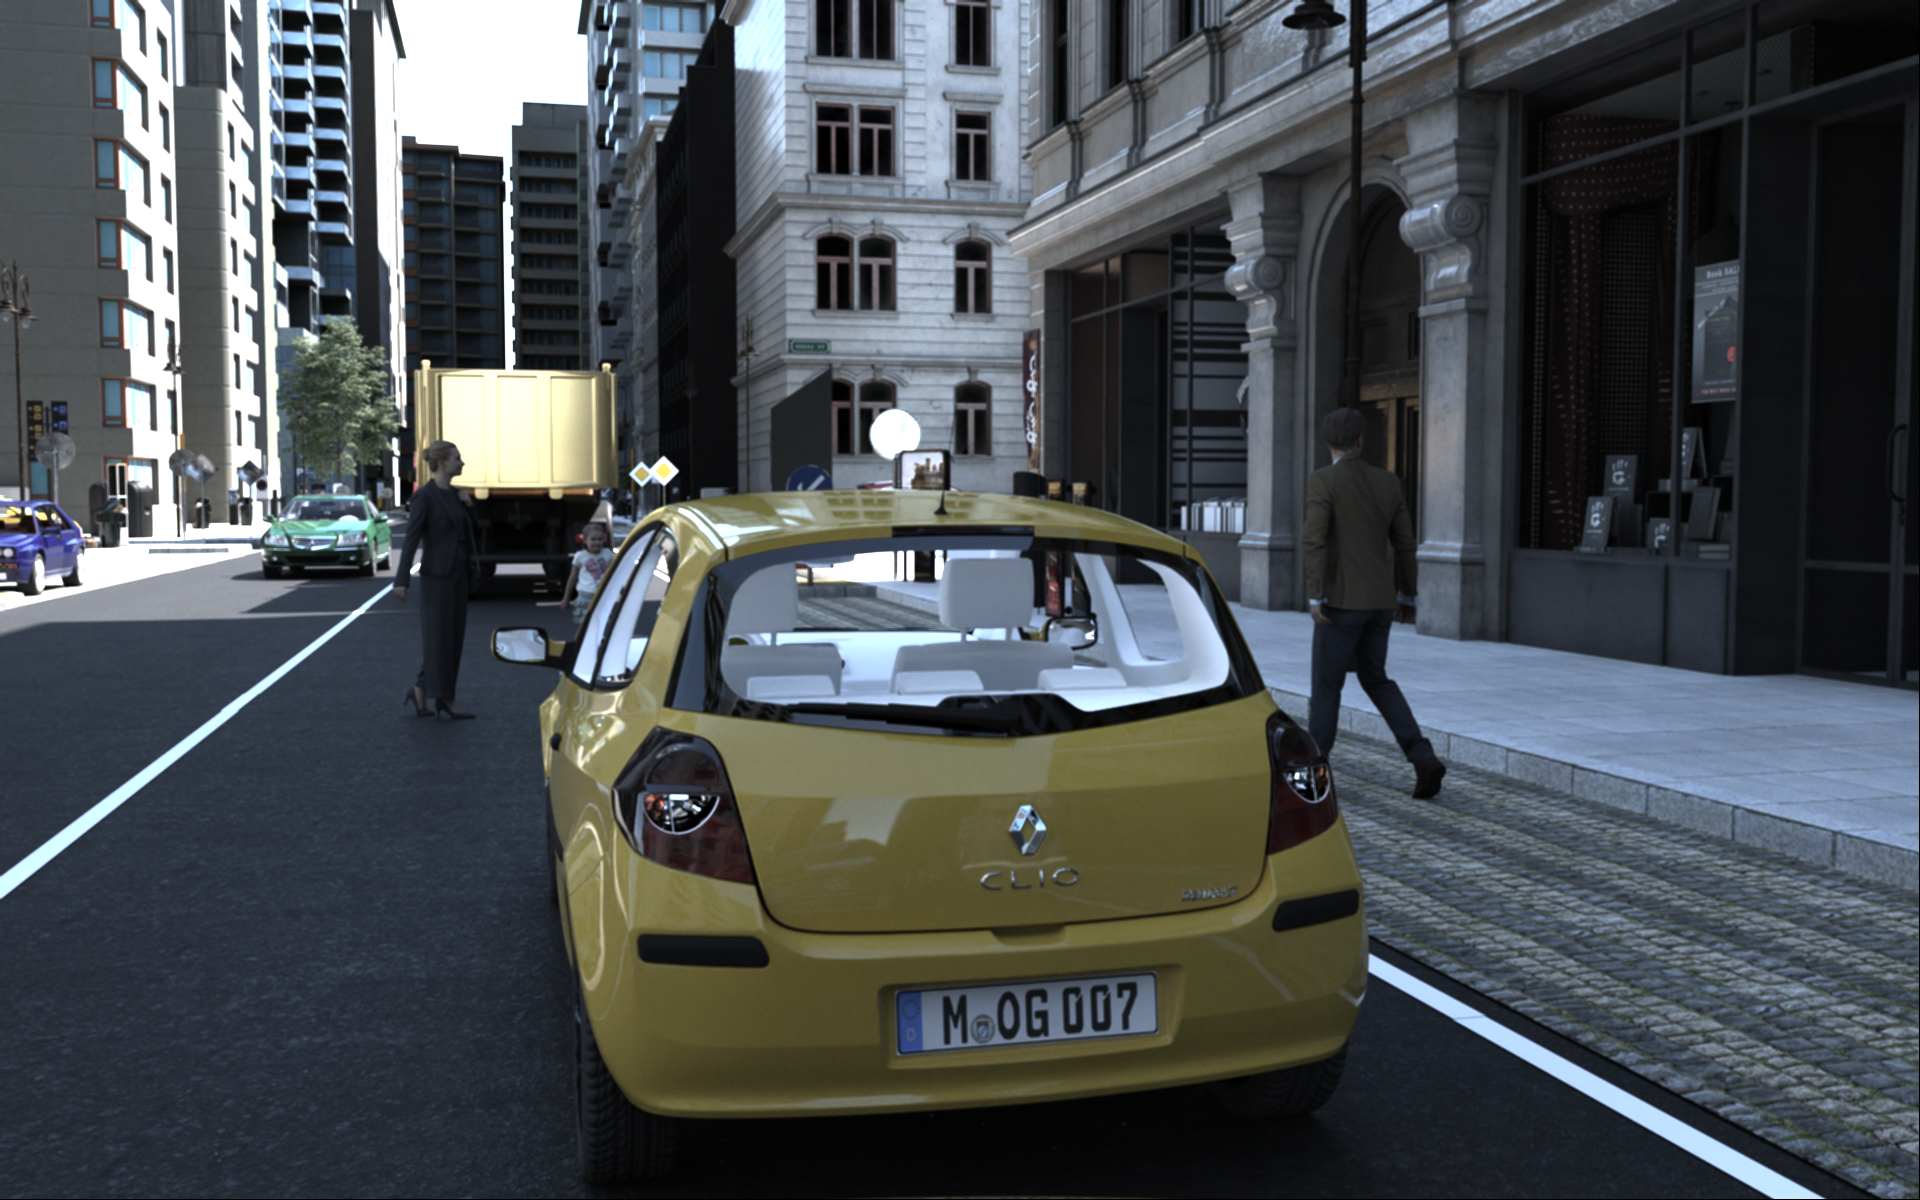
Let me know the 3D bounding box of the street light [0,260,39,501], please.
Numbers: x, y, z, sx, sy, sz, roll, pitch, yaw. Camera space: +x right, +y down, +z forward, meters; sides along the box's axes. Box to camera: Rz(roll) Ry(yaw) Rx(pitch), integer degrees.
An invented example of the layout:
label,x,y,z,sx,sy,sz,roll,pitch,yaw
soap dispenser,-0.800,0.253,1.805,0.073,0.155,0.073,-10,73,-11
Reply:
label,x,y,z,sx,sy,sz,roll,pitch,yaw
street light,-18.657,-3.766,34.366,0.468,5.910,1.993,-1,4,-14

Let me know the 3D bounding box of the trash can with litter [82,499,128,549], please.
label,x,y,z,sx,sy,sz,roll,pitch,yaw
trash can with litter,-20.114,-1.785,40.580,0.624,1.170,1.055,2,4,28

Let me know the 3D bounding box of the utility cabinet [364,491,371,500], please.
label,x,y,z,sx,sy,sz,roll,pitch,yaw
utility cabinet,-41.079,-6.819,120.166,0.318,1.500,1.173,-1,4,-9

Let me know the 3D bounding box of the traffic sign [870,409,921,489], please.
label,x,y,z,sx,sy,sz,roll,pitch,yaw
traffic sign,-0.966,-1.579,25.918,0.768,2.556,0.104,0,4,-7

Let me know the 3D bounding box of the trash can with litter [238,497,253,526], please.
label,x,y,z,sx,sy,sz,roll,pitch,yaw
trash can with litter,-28.547,-3.527,69.056,0.624,1.170,1.055,-2,4,-32

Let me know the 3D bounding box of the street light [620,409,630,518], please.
label,x,y,z,sx,sy,sz,roll,pitch,yaw
street light,-17.884,-7.327,92.578,0.468,5.910,1.993,-1,4,-14

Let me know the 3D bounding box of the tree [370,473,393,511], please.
label,x,y,z,sx,sy,sz,roll,pitch,yaw
tree,-45.277,-8.621,135.553,1.663,3.219,1.824,0,3,0

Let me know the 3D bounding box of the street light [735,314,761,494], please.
label,x,y,z,sx,sy,sz,roll,pitch,yaw
street light,-5.465,-4.399,44.717,0.468,5.910,1.993,-1,4,-14

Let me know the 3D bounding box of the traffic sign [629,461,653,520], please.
label,x,y,z,sx,sy,sz,roll,pitch,yaw
traffic sign,-9.766,-3.031,53.199,0.795,2.450,0.064,-1,4,-14

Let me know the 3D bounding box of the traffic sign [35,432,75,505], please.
label,x,y,z,sx,sy,sz,roll,pitch,yaw
traffic sign,-18.601,-2.173,35.634,0.768,2.556,0.104,-1,4,-13

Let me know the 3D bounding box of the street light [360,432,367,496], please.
label,x,y,z,sx,sy,sz,roll,pitch,yaw
street light,-39.525,-8.697,114.989,0.468,5.910,1.993,-1,4,-14

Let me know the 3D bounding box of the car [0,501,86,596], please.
label,x,y,z,sx,sy,sz,roll,pitch,yaw
car,-14.046,-0.775,25.251,1.945,1.354,3.894,-1,4,-15

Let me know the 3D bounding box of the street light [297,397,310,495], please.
label,x,y,z,sx,sy,sz,roll,pitch,yaw
street light,-31.234,-6.706,82.430,0.468,5.910,1.993,-1,4,-14

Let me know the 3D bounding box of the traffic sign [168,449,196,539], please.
label,x,y,z,sx,sy,sz,roll,pitch,yaw
traffic sign,-22.124,-3.010,49.313,0.768,2.556,0.104,-1,4,-9

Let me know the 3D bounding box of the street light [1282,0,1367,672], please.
label,x,y,z,sx,sy,sz,roll,pitch,yaw
street light,2.821,-2.421,12.368,0.468,5.910,1.993,-1,4,-14

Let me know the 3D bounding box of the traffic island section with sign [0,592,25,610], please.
label,x,y,z,sx,sy,sz,roll,pitch,yaw
traffic island section with sign,-12.899,-0.792,21.582,1.989,1.847,2.006,-1,4,-14

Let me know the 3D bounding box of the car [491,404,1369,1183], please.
label,x,y,z,sx,sy,sz,roll,pitch,yaw
car,-0.359,0.309,5.176,2.015,1.641,3.980,-1,4,-15

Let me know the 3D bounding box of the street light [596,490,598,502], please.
label,x,y,z,sx,sy,sz,roll,pitch,yaw
street light,-26.297,-9.328,125.304,0.468,5.910,1.993,-1,4,-14

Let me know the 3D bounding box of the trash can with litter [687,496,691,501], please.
label,x,y,z,sx,sy,sz,roll,pitch,yaw
trash can with litter,-10.941,-3.587,69.698,1.678,1.210,2.233,-1,4,-12

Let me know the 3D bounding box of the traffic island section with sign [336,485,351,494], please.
label,x,y,z,sx,sy,sz,roll,pitch,yaw
traffic island section with sign,-26.810,-4.088,75.461,1.989,1.847,2.006,-1,4,-14

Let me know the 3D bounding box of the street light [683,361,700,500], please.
label,x,y,z,sx,sy,sz,roll,pitch,yaw
street light,-9.307,-5.340,60.096,0.468,5.910,1.993,-1,4,-14

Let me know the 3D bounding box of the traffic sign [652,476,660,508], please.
label,x,y,z,sx,sy,sz,roll,pitch,yaw
traffic sign,-11.948,-4.079,68.821,0.606,2.300,0.079,-1,4,-13

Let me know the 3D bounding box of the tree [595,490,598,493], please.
label,x,y,z,sx,sy,sz,roll,pitch,yaw
tree,-29.166,-8.713,137.052,1.663,3.219,1.824,0,3,0

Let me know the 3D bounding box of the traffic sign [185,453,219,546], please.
label,x,y,z,sx,sy,sz,roll,pitch,yaw
traffic sign,-18.661,-2.388,42.684,0.795,2.450,0.064,-1,4,-14

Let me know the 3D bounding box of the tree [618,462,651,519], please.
label,x,y,z,sx,sy,sz,roll,pitch,yaw
tree,-16.987,-5.873,90.628,1.663,3.219,1.824,0,3,0

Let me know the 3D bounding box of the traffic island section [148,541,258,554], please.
label,x,y,z,sx,sy,sz,roll,pitch,yaw
traffic island section,-18.682,-1.251,42.740,2.009,0.180,2.903,-1,4,-14

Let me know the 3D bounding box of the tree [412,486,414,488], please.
label,x,y,z,sx,sy,sz,roll,pitch,yaw
tree,-57.336,-11.612,184.463,1.663,3.219,1.824,0,3,0

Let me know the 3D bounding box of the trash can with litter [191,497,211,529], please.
label,x,y,z,sx,sy,sz,roll,pitch,yaw
trash can with litter,-27.732,-3.162,63.093,1.055,1.170,0.624,3,5,42

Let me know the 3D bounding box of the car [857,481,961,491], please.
label,x,y,z,sx,sy,sz,roll,pitch,yaw
car,-0.814,-2.540,50.208,5.304,1.827,2.281,-1,4,-16

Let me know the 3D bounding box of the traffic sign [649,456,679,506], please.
label,x,y,z,sx,sy,sz,roll,pitch,yaw
traffic sign,-7.768,-2.558,45.467,0.795,2.450,0.064,-1,4,-14

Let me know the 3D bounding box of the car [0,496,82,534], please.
label,x,y,z,sx,sy,sz,roll,pitch,yaw
car,-24.512,-2.062,43.940,3.980,1.641,2.015,-1,4,-15

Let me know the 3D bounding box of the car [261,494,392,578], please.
label,x,y,z,sx,sy,sz,roll,pitch,yaw
car,-11.377,-1.193,31.302,2.131,1.459,4.920,-1,4,-13

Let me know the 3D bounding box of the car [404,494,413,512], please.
label,x,y,z,sx,sy,sz,roll,pitch,yaw
car,-42.993,-7.801,137.334,2.009,1.686,4.222,-1,4,-14

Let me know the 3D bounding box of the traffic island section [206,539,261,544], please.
label,x,y,z,sx,sy,sz,roll,pitch,yaw
traffic island section,-20.680,-1.724,50.472,2.009,0.180,2.903,-1,4,-14

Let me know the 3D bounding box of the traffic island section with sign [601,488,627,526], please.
label,x,y,z,sx,sy,sz,roll,pitch,yaw
traffic island section with sign,-15.907,-4.188,77.101,1.989,1.847,2.006,-1,4,-14

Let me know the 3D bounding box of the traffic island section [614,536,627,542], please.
label,x,y,z,sx,sy,sz,roll,pitch,yaw
traffic island section,-9.745,-1.896,53.282,2.009,0.180,2.903,-1,4,-14

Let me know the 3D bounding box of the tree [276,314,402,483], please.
label,x,y,z,sx,sy,sz,roll,pitch,yaw
tree,-39.266,-11.691,109.268,7.486,12.596,7.792,0,3,0

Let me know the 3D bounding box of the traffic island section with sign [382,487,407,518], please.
label,x,y,z,sx,sy,sz,roll,pitch,yaw
traffic island section with sign,-33.687,-5.716,102.089,1.989,1.847,2.006,-1,4,-14

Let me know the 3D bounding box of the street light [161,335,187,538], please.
label,x,y,z,sx,sy,sz,roll,pitch,yaw
street light,-22.819,-4.748,50.417,0.468,5.910,1.993,-1,4,-14

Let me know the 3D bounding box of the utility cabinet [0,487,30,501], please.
label,x,y,z,sx,sy,sz,roll,pitch,yaw
utility cabinet,-29.752,-2.784,54.197,1.173,1.500,0.318,0,4,1

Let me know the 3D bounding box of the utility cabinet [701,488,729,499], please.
label,x,y,z,sx,sy,sz,roll,pitch,yaw
utility cabinet,-8.938,-3.326,63.052,1.173,1.500,0.318,3,4,39

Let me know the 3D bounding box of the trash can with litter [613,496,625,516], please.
label,x,y,z,sx,sy,sz,roll,pitch,yaw
trash can with litter,-19.725,-5.398,99.652,1.055,1.170,0.624,-1,4,-19

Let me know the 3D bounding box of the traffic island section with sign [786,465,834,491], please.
label,x,y,z,sx,sy,sz,roll,pitch,yaw
traffic island section with sign,-2.351,-0.978,24.613,1.989,1.847,2.006,-1,4,-14
